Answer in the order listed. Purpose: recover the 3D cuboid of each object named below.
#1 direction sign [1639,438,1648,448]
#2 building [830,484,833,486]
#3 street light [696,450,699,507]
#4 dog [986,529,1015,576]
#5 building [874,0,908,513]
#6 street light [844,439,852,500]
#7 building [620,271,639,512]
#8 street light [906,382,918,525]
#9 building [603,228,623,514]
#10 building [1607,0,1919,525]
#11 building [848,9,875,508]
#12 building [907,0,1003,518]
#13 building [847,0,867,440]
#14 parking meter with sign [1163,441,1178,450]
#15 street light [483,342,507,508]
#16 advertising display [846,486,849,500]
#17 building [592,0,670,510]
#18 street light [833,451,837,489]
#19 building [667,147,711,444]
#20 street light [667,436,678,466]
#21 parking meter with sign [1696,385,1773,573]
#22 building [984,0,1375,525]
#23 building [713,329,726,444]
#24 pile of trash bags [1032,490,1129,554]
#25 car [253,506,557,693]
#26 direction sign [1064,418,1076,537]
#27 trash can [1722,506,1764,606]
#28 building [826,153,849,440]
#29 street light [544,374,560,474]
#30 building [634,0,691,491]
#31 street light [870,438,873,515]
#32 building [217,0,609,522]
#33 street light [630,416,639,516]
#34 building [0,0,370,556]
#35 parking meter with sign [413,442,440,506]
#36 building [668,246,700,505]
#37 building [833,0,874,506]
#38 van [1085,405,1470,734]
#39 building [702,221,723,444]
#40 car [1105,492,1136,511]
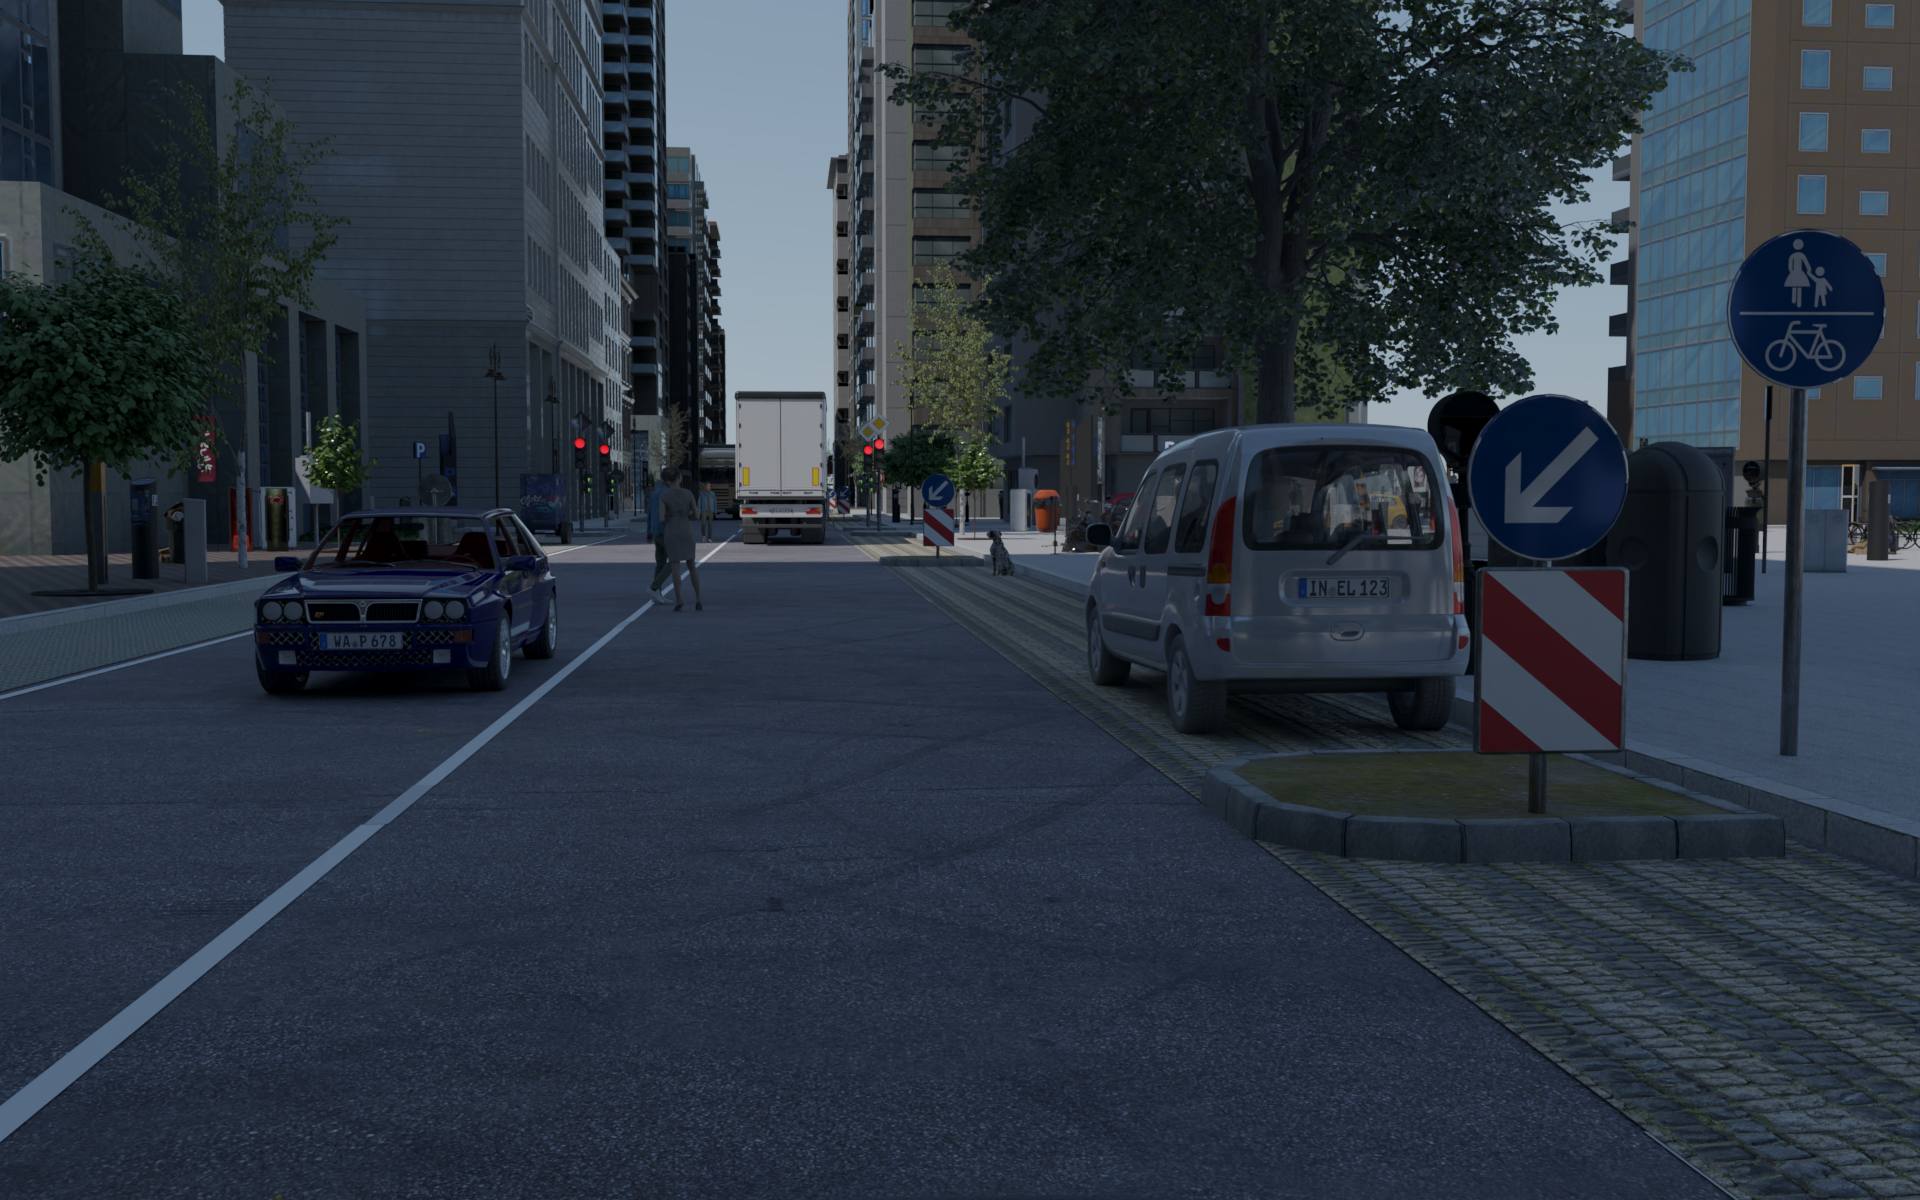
[{"bbox_3d":[27.716,-4.788,70.284,0.379,3.537,0.876,3,5,41],"label":"direction sign"},{"bbox_3d":[-7.096,-36.611,290.475,32.217,40.220,23.993,0,4,-6],"label":"building"},{"bbox_3d":[-26.803,-12.501,177.184,0.468,5.910,1.993,0,4,-6],"label":"street light"},{"bbox_3d":[0.703,-0.823,30.286,0.513,0.831,0.800,0,4,3],"label":"dog"},{"bbox_3d":[4.126,-35.874,128.539,21.231,58.520,28.212,0,4,-6],"label":"building"},{"bbox_3d":[-9.781,-10.755,148.629,0.468,5.910,1.993,0,4,-6],"label":"street light"},{"bbox_3d":[-28.604,-15.716,121.580,10.561,19.102,19.286,0,4,-6],"label":"building"},{"bbox_3d":[-1.995,-6.030,71.382,0.468,5.910,1.993,0,4,-6],"label":"street light"},{"bbox_3d":[-26.324,-15.221,103.613,10.420,20.320,16.860,0,4,-6],"label":"building"},{"bbox_3d":[39.334,-26.130,77.343,14.200,45.320,14.600,0,4,-6],"label":"building"},{"bbox_3d":[1.027,-33.775,171.832,23.786,49.044,30.456,0,4,-6],"label":"building"},{"bbox_3d":[3.799,-20.086,100.110,14.160,30.474,14.107,0,4,-6],"label":"building"},{"bbox_3d":[-7.066,-48.995,239.318,20.563,71.187,20.611,0,4,-6],"label":"building"},{"bbox_3d":[7.412,-3.725,57.166,0.543,3.016,1.738,3,5,41],"label":"parking meter with sign"},{"bbox_3d":[-14.146,-4.896,52.837,0.468,5.910,1.993,0,4,-6],"label":"street light"},{"bbox_3d":[-8.965,-8.133,138.184,0.123,1.923,0.974,-1,4,-14],"label":"advertising display"},{"bbox_3d":[-37.108,-51.430,153.549,22.319,86.520,31.000,0,4,-6],"label":"building"},{"bbox_3d":[-13.283,-12.905,183.777,0.468,5.910,1.993,0,4,-6],"label":"street light"},{"bbox_3d":[-45.959,-37.873,238.824,23.786,49.044,30.456,0,4,-6],"label":"building"},{"bbox_3d":[-22.547,-9.932,135.173,0.468,5.910,1.993,0,4,-6],"label":"street light"},{"bbox_3d":[12.245,-1.956,28.248,1.738,3.016,0.543,1,4,23],"label":"parking meter with sign"},{"bbox_3d":[8.649,-23.831,73.226,14.086,41.232,14.154,0,4,-6],"label":"building"},{"bbox_3d":[-46.558,-31.743,290.705,14.160,30.474,14.107,0,4,-6],"label":"building"},{"bbox_3d":[2.975,-1.723,37.931,3.447,1.369,1.912,-3,4,-39],"label":"pile of trash bags"},{"bbox_3d":[-4.281,-0.072,13.761,1.945,1.354,3.894,0,4,-5],"label":"car"},{"bbox_3d":[3.311,-3.658,51.799,0.379,3.537,0.876,-1,4,-14],"label":"direction sign"},{"bbox_3d":[8.866,-0.512,20.025,0.748,1.137,0.748,0,3,0],"label":"trash can"},{"bbox_3d":[-5.558,-41.296,264.421,28.713,52.752,27.495,0,4,-6],"label":"building"},{"bbox_3d":[-15.650,-5.738,66.599,0.468,5.910,1.993,0,4,-6],"label":"street light"},{"bbox_3d":[-38.823,-45.350,179.732,20.563,71.187,20.611,0,4,-6],"label":"building"},{"bbox_3d":[-5.428,-8.142,105.913,0.468,5.910,1.993,0,4,-6],"label":"street light"},{"bbox_3d":[-23.515,-18.514,80.201,11.434,29.767,29.804,0,4,-6],"label":"building"},{"bbox_3d":[-18.949,-7.836,100.901,0.468,5.910,1.993,0,4,-6],"label":"street light"},{"bbox_3d":[-33.922,-44.627,42.330,31.000,86.520,22.319,0,4,-6],"label":"building"},{"bbox_3d":[-17.350,-3.765,57.825,1.738,3.016,0.543,1,4,22],"label":"parking meter with sign"},{"bbox_3d":[-37.364,-26.142,199.130,14.160,30.474,14.107,0,4,-6],"label":"building"},{"bbox_3d":[-3.336,-54.337,201.075,22.319,86.520,31.000,0,4,-6],"label":"building"},{"bbox_3d":[1.954,-0.289,11.739,2.013,2.044,4.112,0,4,-6],"label":"van"},{"bbox_3d":[-48.263,-37.545,268.479,22.147,44.769,28.867,0,4,-6],"label":"building"},{"bbox_3d":[7.278,-3.437,65.232,4.494,1.783,2.155,0,4,-6],"label":"car"}]
